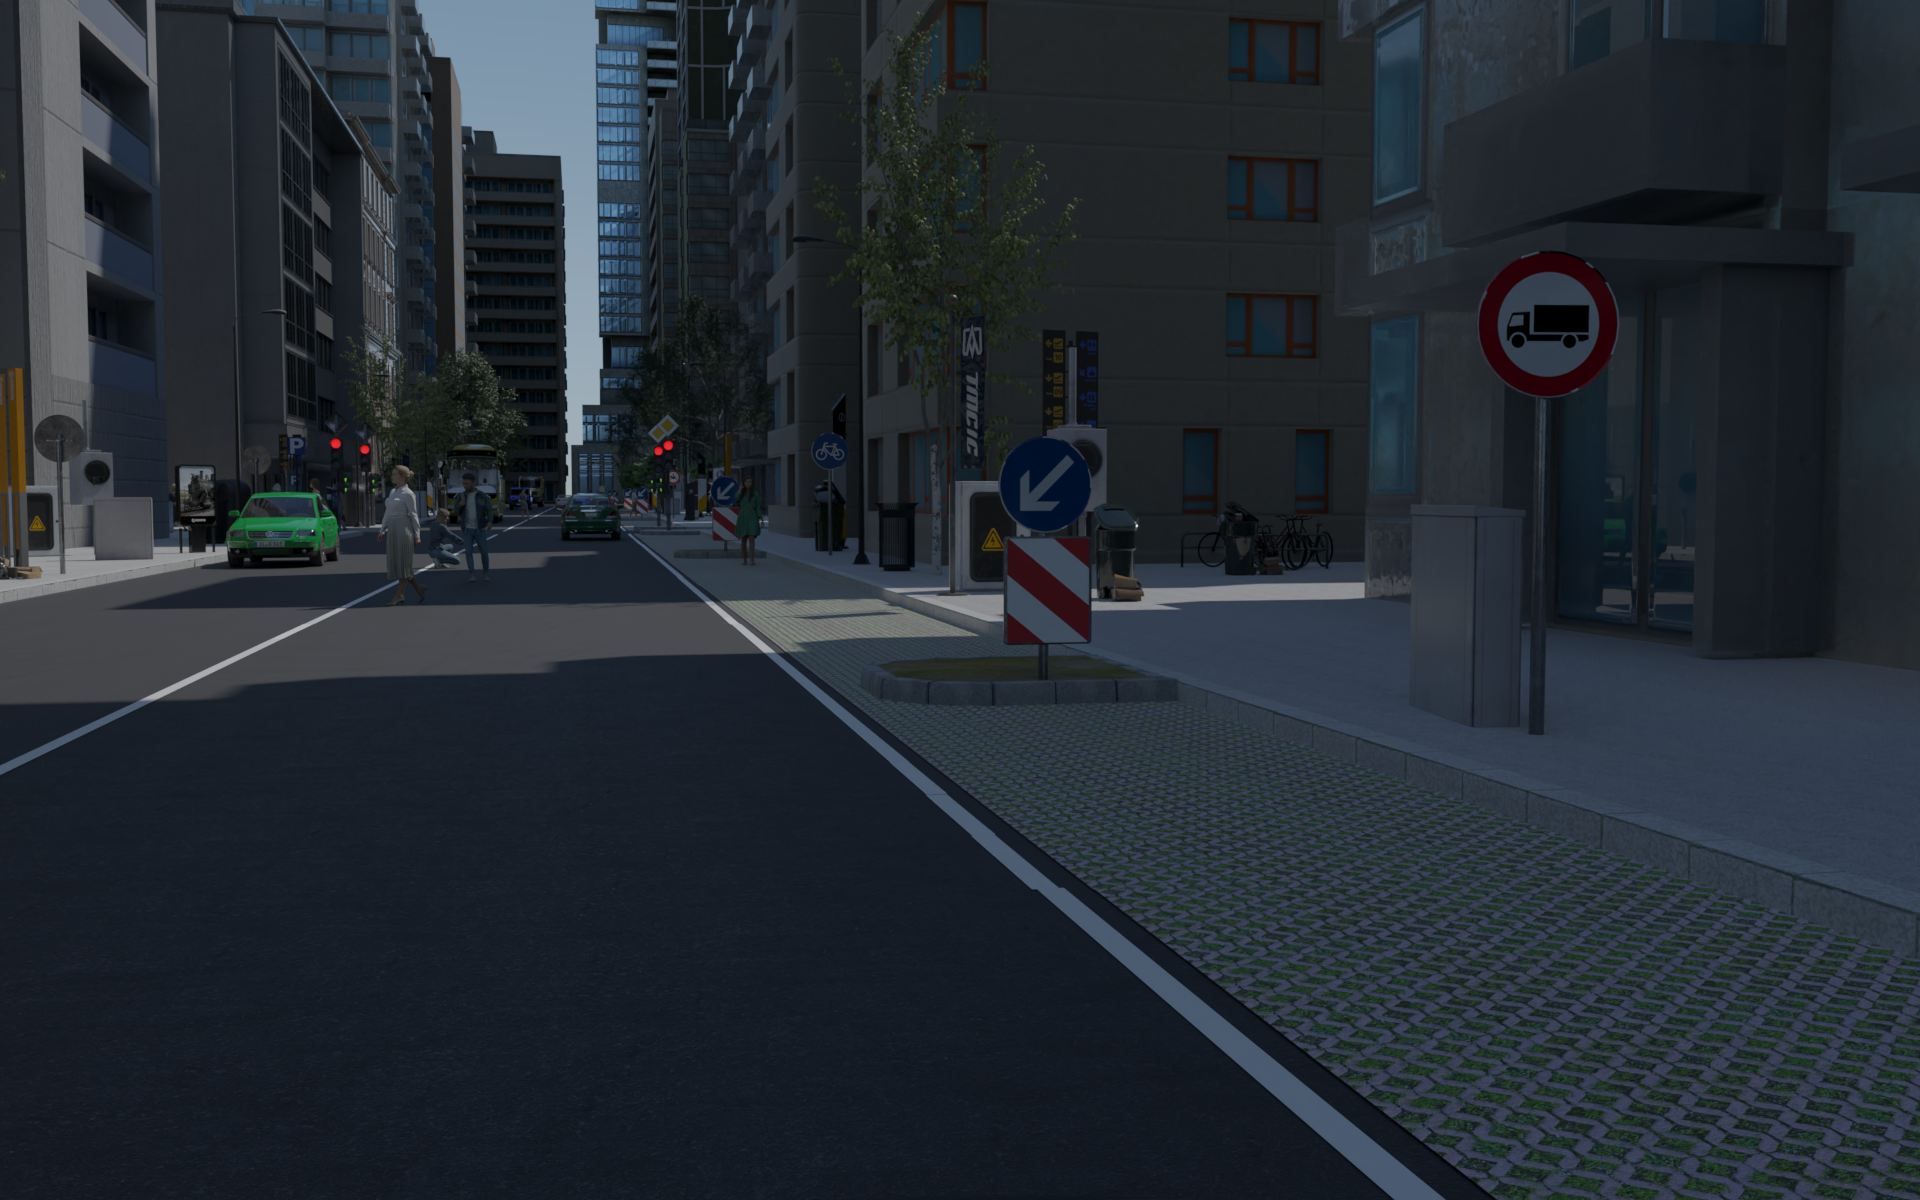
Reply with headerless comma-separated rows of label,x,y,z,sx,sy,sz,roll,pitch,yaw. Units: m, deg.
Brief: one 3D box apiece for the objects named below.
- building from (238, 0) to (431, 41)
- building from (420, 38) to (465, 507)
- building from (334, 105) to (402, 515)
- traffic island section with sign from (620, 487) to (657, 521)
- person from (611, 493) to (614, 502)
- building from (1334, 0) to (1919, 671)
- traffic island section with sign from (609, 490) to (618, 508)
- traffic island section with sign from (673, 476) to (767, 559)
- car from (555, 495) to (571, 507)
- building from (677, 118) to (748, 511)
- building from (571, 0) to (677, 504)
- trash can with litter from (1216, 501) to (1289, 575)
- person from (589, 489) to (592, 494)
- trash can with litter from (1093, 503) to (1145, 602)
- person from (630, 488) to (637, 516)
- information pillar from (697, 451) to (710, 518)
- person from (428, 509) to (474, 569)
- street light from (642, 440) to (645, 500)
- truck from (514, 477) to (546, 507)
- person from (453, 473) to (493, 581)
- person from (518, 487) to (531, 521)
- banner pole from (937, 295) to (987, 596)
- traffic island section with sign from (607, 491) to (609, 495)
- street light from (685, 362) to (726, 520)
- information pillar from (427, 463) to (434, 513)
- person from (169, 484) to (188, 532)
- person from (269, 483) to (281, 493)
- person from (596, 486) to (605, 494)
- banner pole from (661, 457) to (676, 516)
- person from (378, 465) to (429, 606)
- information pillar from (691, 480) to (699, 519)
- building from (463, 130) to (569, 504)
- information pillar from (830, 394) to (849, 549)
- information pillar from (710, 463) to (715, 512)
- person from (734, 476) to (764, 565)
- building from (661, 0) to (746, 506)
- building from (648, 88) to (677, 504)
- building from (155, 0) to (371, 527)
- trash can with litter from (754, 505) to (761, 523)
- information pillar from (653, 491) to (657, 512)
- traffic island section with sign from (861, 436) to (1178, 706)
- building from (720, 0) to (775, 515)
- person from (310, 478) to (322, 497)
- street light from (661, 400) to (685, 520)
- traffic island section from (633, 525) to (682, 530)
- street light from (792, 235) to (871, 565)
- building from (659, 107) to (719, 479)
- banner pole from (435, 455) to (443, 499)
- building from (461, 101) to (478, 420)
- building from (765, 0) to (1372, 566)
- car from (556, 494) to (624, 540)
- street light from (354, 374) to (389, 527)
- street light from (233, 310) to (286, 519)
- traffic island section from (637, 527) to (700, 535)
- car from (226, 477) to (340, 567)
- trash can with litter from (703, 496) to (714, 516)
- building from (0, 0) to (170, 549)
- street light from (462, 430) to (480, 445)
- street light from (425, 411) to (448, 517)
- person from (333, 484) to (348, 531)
building,-57.875,-32.478,150.620,23.786,49.044,30.456,-1,4,-12
building,-57.355,-32.021,173.656,14.600,45.320,14.200,-1,4,-12
building,-42.451,-19.012,108.110,12.463,27.353,25.104,-1,4,-12
traffic island section with sign,-17.200,-5.157,92.947,1.989,1.847,2.006,-1,4,-12
person,-27.148,-7.594,135.257,0.503,1.515,0.523,2,4,32
building,17.036,-23.849,9.536,23.786,49.044,30.456,-1,4,-12
traffic island section with sign,-23.036,-6.791,119.657,1.989,1.847,2.006,-1,4,-12
traffic island section with sign,-5.454,-1.864,39.099,1.989,1.847,2.006,-1,4,-12
car,-40.336,-10.060,176.848,2.083,1.381,4.827,-1,4,-14
building,-14.923,-22.389,137.766,14.160,30.474,14.107,-1,4,-12
building,-37.938,-56.579,237.729,31.000,86.520,22.319,-1,4,-12
trash can with litter,4.651,-0.986,27.515,1.055,1.170,0.624,-1,4,-12
person,-29.682,-8.016,139.576,0.388,1.821,0.555,0,4,-4
trash can with litter,2.003,-0.592,21.070,0.624,1.170,1.055,-1,4,-12
person,-20.858,-6.240,110.747,0.641,1.798,0.478,3,4,36
information pillar,-13.977,-6.262,93.745,0.504,3.616,0.183,1,4,18
person,-10.000,-1.199,33.598,0.738,1.151,1.012,-3,5,-41
street light,-20.252,-8.621,113.501,1.470,5.913,1.316,-1,4,-12
truck,-48.046,-12.125,194.160,3.469,3.379,9.791,-1,4,-12
person,-8.004,-1.202,28.494,0.623,1.781,0.721,-1,4,-19
person,-23.022,-5.061,91.582,0.599,1.781,0.374,1,4,21
banner pole,0.054,-1.936,21.667,0.401,3.779,0.863,-3,5,-39
traffic island section with sign,-33.668,-9.768,168.331,1.989,1.847,2.006,-1,4,-12
street light,-8.851,-5.427,61.266,1.470,5.913,1.316,-1,4,-12
information pillar,-36.437,-7.823,119.267,0.504,3.616,0.183,-2,4,-27
person,-28.242,-3.333,63.217,1.509,1.804,0.699,0,4,-7
person,-23.784,-3.152,60.226,0.537,1.800,0.526,-1,4,-15
person,-15.659,-4.091,75.573,0.537,1.800,0.526,1,4,13
banner pole,-17.059,-6.828,101.658,0.863,3.779,0.401,0,4,7
person,-7.158,-0.832,22.334,0.641,1.798,0.478,-3,5,-43
information pillar,-13.400,-5.083,87.606,0.304,2.012,0.304,-2,4,-25
building,-64.199,-37.304,233.619,21.600,48.544,21.300,-1,4,-12
information pillar,-2.827,-2.997,40.348,0.183,3.616,0.504,3,4,36
information pillar,-17.974,-8.191,125.274,0.504,3.616,0.183,-3,4,-36
person,-4.231,-1.585,34.666,0.600,1.795,0.529,-1,4,-15
building,-18.981,-44.731,169.603,20.563,71.187,20.611,-1,4,-12
building,-25.630,-35.595,205.680,21.300,48.544,21.600,-1,4,-12
building,-36.990,-16.033,81.203,14.314,24.678,30.058,-1,4,-12
trash can with litter,-8.819,-3.735,72.460,1.055,1.170,0.624,3,5,39
information pillar,-21.355,-7.960,121.498,0.183,3.616,0.504,3,4,37
traffic island section with sign,0.324,-0.244,12.617,1.989,1.847,2.006,-1,4,-12
building,-2.695,-29.928,108.924,23.786,49.044,30.456,-1,4,-12
person,-16.204,-2.136,43.428,0.388,1.821,0.555,-2,4,-33
street light,-13.868,-6.831,84.230,1.470,5.913,1.316,-1,4,-12
traffic island section,-11.956,-2.852,68.910,2.009,0.180,2.903,-1,4,-12
street light,-2.329,-3.597,31.356,1.470,5.913,1.316,-1,4,-12
building,-25.332,-30.835,187.741,14.154,41.232,14.086,-1,4,-12
banner pole,-33.166,-7.357,110.302,0.401,3.779,0.863,1,4,23
building,-70.343,-35.174,194.709,30.456,49.044,23.786,-1,4,-12
building,10.040,-12.373,47.344,27.650,21.520,28.899,-1,4,-12
car,-11.748,-2.648,55.086,2.131,1.459,4.920,-1,4,-12
street light,-22.735,-5.772,66.921,1.470,5.913,1.316,-1,4,-12
street light,-17.658,-4.350,43.662,1.470,5.913,1.316,-1,4,-12
traffic island section,-10.253,-2.375,61.108,2.009,0.180,2.903,-1,4,-12
car,-13.810,-1.630,35.443,1.959,1.807,4.718,-1,4,-14
trash can with litter,-14.358,-5.435,99.920,1.678,1.210,2.233,-2,4,-29
building,-35.803,-30.547,41.445,28.212,58.520,21.231,-1,4,-12
street light,-35.454,-9.349,125.399,1.470,5.913,1.316,-1,4,-12
street light,-29.156,-7.573,96.367,1.470,5.913,1.316,-1,4,-12
person,-23.150,-3.404,64.252,0.767,1.812,0.694,0,4,3
